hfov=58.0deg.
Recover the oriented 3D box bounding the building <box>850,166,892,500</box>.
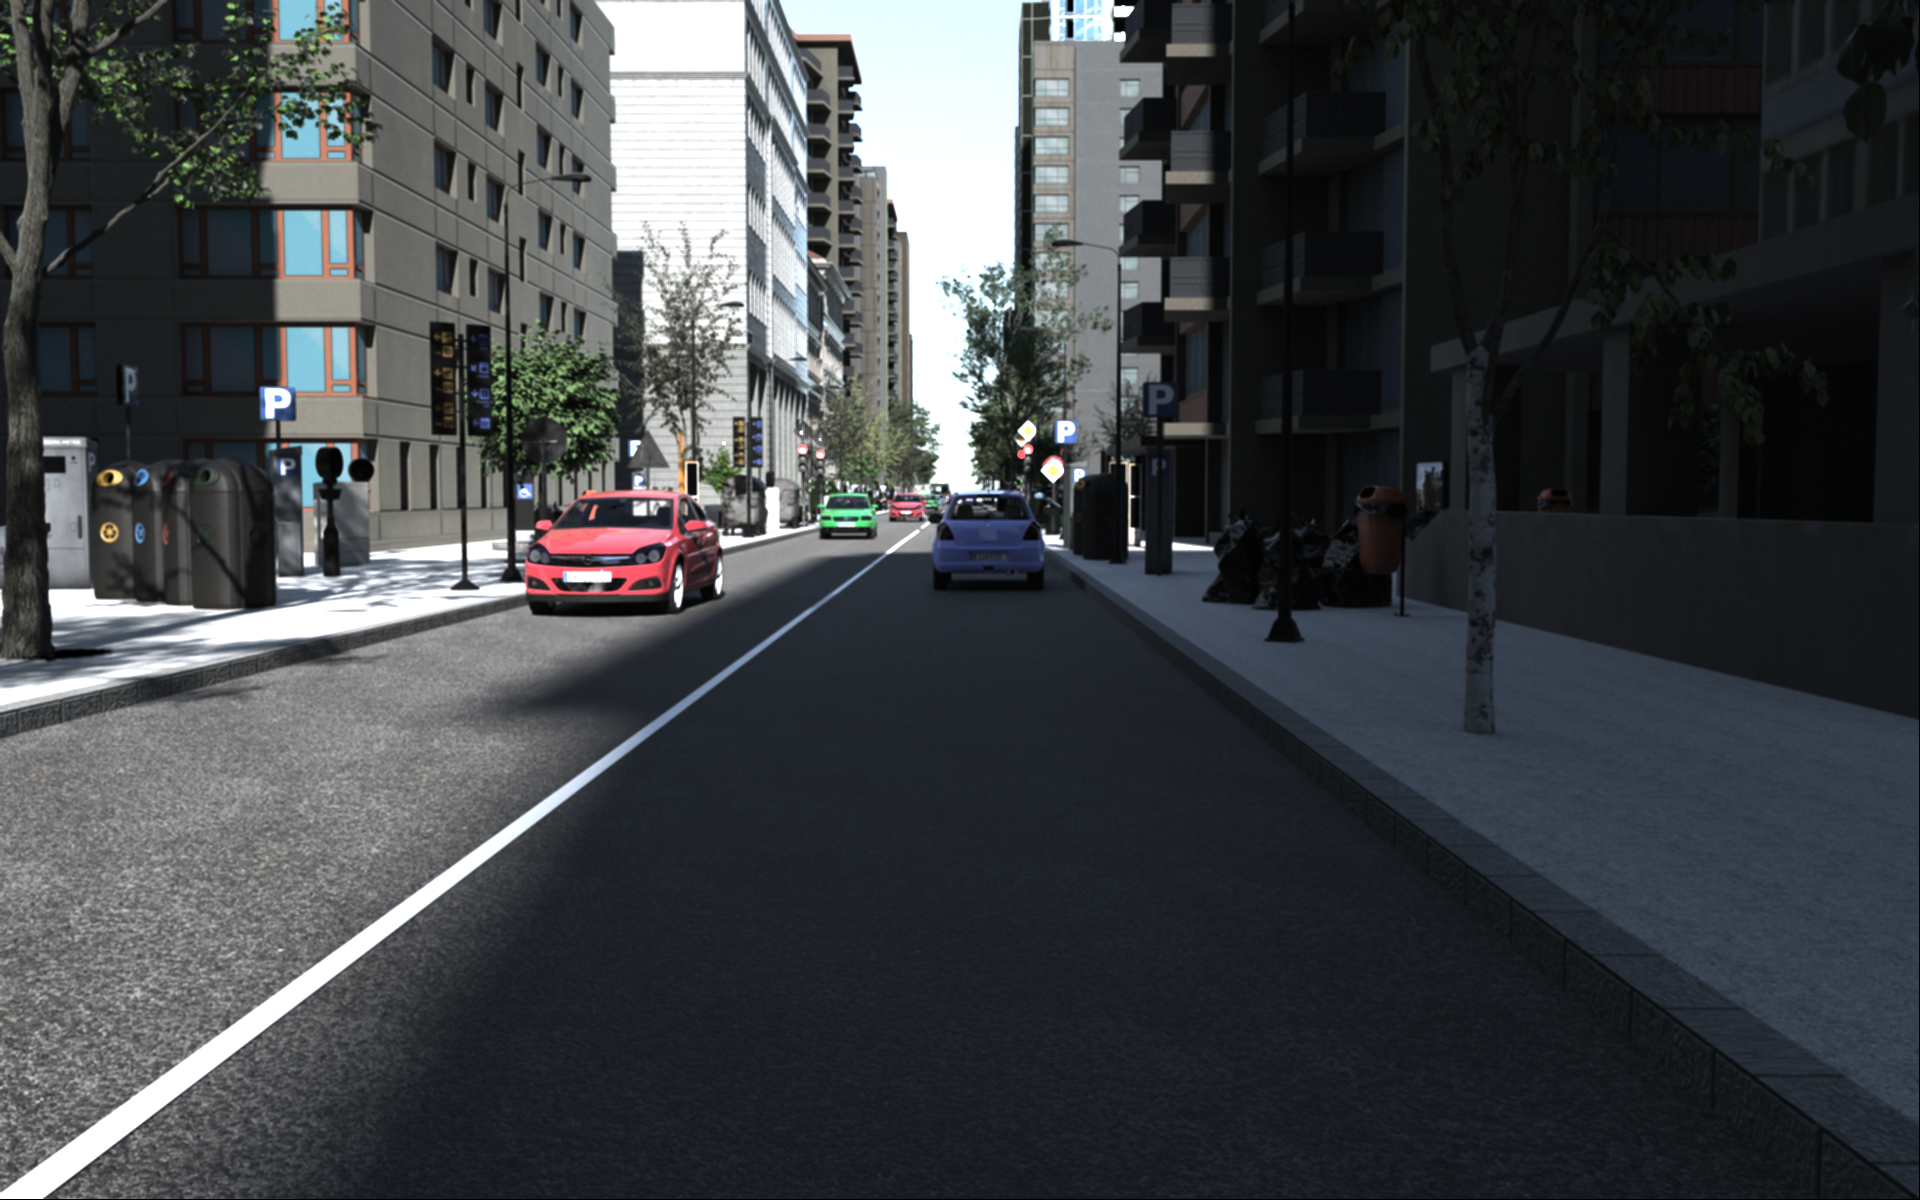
[{"bbox_3d":[-16.021,-32.179,209.728,14.154,41.232,14.086,0,4,0],"label":"building"}]

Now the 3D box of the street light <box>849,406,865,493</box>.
[{"bbox_3d":[-5.767,-7.297,91.848,1.470,5.913,1.316,0,4,0],"label":"street light"}]

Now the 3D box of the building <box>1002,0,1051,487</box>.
[{"bbox_3d":[16.705,-49.768,251.961,20.563,71.187,20.611,0,4,0],"label":"building"}]

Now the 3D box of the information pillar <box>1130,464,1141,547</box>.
[{"bbox_3d":[4.244,-2.310,42.254,0.304,2.012,0.304,0,4,-4],"label":"information pillar"}]

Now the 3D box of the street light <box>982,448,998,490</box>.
[{"bbox_3d":[2.886,-12.337,174.254,1.470,5.913,1.316,0,4,0],"label":"street light"}]

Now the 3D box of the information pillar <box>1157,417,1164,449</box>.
[{"bbox_3d":[4.597,-2.962,39.780,0.183,3.616,0.504,1,4,18],"label":"information pillar"}]

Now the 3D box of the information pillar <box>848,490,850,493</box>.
[{"bbox_3d":[-8.257,-8.516,130.590,0.183,3.616,0.504,3,5,43],"label":"information pillar"}]

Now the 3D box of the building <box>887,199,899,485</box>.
[{"bbox_3d":[-20.187,-36.409,249.908,22.147,44.769,28.867,0,4,0],"label":"building"}]

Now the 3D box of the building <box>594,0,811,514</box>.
[{"bbox_3d":[-14.770,-19.181,91.109,11.434,29.767,29.804,0,4,0],"label":"building"}]

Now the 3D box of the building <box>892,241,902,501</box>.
[{"bbox_3d":[-16.396,-35.983,271.920,14.154,41.232,14.086,0,4,0],"label":"building"}]

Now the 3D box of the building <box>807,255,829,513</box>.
[{"bbox_3d":[-14.806,-15.425,116.824,10.561,19.102,19.286,0,4,0],"label":"building"}]

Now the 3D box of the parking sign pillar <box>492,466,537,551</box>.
[{"bbox_3d":[-10.018,-3.133,39.692,1.447,3.967,1.447,-1,4,-17],"label":"parking sign pillar"}]

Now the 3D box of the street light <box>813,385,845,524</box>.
[{"bbox_3d":[-5.830,-6.216,74.180,1.470,5.913,1.316,0,4,0],"label":"street light"}]

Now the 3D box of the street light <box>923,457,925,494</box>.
[{"bbox_3d":[-5.158,-16.028,234.592,1.470,5.913,1.316,0,4,0],"label":"street light"}]

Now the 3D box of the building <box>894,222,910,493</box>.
[{"bbox_3d":[-15.343,-38.887,285.907,14.600,45.320,14.200,0,4,0],"label":"building"}]

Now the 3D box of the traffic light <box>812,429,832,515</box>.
[{"bbox_3d":[-5.941,-5.221,74.283,0.839,4.253,0.868,0,4,0],"label":"traffic light"}]

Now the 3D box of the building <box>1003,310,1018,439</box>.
[{"bbox_3d":[13.721,-30.537,270.980,14.160,30.474,14.107,0,4,0],"label":"building"}]

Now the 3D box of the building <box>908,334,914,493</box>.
[{"bbox_3d":[-15.330,-32.369,300.932,14.160,30.474,14.107,0,4,0],"label":"building"}]

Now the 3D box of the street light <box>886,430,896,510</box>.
[{"bbox_3d":[-5.557,-9.350,125.414,1.470,5.913,1.316,0,4,0],"label":"street light"}]

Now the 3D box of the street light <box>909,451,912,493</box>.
[{"bbox_3d":[-5.511,-11.965,168.168,1.470,5.913,1.316,0,4,0],"label":"street light"}]

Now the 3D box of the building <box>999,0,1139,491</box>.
[{"bbox_3d":[18.020,-59.883,291.764,22.319,86.520,31.000,0,4,0],"label":"building"}]

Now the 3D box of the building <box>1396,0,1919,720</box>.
[{"bbox_3d":[21.582,-19.678,13.619,32.217,40.220,23.993,0,4,0],"label":"building"}]

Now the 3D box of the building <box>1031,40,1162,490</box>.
[{"bbox_3d":[13.553,-29.149,160.176,14.154,41.232,14.086,0,4,0],"label":"building"}]

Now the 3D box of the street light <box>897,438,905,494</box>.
[{"bbox_3d":[-5.505,-10.383,142.309,1.470,5.913,1.316,0,4,0],"label":"street light"}]

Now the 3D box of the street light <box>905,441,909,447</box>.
[{"bbox_3d":[-5.434,-10.938,151.384,1.470,5.913,1.316,0,4,0],"label":"street light"}]

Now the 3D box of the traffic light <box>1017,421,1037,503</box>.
[{"bbox_3d":[2.588,-4.731,66.279,0.839,4.253,0.868,0,4,0],"label":"traffic light"}]

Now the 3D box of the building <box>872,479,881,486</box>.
[{"bbox_3d":[-25.149,-30.514,190.792,32.217,40.220,23.993,0,4,0],"label":"building"}]

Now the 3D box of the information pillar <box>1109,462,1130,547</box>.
[{"bbox_3d":[3.641,-2.166,39.907,0.304,2.012,0.304,-2,4,-33],"label":"information pillar"}]

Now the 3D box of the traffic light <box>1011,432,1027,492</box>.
[{"bbox_3d":[2.620,-5.220,74.264,0.839,4.253,0.868,0,4,0],"label":"traffic light"}]

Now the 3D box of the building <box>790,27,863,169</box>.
[{"bbox_3d":[-20.591,-31.121,163.446,22.147,44.769,28.867,0,4,0],"label":"building"}]

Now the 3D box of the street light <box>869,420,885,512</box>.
[{"bbox_3d":[-5.648,-8.324,108.631,1.470,5.913,1.316,0,4,0],"label":"street light"}]

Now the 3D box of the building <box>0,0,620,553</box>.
[{"bbox_3d":[-27.283,-12.584,50.785,28.899,21.520,27.650,0,4,0],"label":"building"}]

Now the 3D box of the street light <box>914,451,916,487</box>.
[{"bbox_3d":[-5.372,-12.991,184.951,1.470,5.913,1.316,0,4,0],"label":"street light"}]

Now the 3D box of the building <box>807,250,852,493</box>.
[{"bbox_3d":[-15.018,-18.394,136.900,11.583,22.565,21.152,0,4,0],"label":"building"}]

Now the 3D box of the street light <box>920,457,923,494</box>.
[{"bbox_3d":[-5.318,-14.018,201.734,1.470,5.913,1.316,0,4,0],"label":"street light"}]

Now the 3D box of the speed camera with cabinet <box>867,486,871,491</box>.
[{"bbox_3d":[-7.419,-9.100,143.121,0.660,3.252,2.038,1,4,18],"label":"speed camera with cabinet"}]

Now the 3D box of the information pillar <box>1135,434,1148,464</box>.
[{"bbox_3d":[7.042,-4.637,67.173,0.504,3.616,0.183,0,4,-7],"label":"information pillar"}]

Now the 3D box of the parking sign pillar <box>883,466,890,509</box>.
[{"bbox_3d":[-6.181,-9.755,147.965,1.447,3.967,1.447,0,4,-1],"label":"parking sign pillar"}]

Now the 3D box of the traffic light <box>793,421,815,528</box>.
[{"bbox_3d":[-5.974,-4.733,66.298,0.839,4.253,0.868,0,4,0],"label":"traffic light"}]

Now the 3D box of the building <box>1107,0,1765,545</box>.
[{"bbox_3d":[16.026,-24.052,47.869,22.147,44.769,28.867,0,4,0],"label":"building"}]

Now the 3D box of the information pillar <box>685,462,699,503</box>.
[{"bbox_3d":[-6.060,-2.126,39.254,0.304,2.012,0.304,0,4,-7],"label":"information pillar"}]
